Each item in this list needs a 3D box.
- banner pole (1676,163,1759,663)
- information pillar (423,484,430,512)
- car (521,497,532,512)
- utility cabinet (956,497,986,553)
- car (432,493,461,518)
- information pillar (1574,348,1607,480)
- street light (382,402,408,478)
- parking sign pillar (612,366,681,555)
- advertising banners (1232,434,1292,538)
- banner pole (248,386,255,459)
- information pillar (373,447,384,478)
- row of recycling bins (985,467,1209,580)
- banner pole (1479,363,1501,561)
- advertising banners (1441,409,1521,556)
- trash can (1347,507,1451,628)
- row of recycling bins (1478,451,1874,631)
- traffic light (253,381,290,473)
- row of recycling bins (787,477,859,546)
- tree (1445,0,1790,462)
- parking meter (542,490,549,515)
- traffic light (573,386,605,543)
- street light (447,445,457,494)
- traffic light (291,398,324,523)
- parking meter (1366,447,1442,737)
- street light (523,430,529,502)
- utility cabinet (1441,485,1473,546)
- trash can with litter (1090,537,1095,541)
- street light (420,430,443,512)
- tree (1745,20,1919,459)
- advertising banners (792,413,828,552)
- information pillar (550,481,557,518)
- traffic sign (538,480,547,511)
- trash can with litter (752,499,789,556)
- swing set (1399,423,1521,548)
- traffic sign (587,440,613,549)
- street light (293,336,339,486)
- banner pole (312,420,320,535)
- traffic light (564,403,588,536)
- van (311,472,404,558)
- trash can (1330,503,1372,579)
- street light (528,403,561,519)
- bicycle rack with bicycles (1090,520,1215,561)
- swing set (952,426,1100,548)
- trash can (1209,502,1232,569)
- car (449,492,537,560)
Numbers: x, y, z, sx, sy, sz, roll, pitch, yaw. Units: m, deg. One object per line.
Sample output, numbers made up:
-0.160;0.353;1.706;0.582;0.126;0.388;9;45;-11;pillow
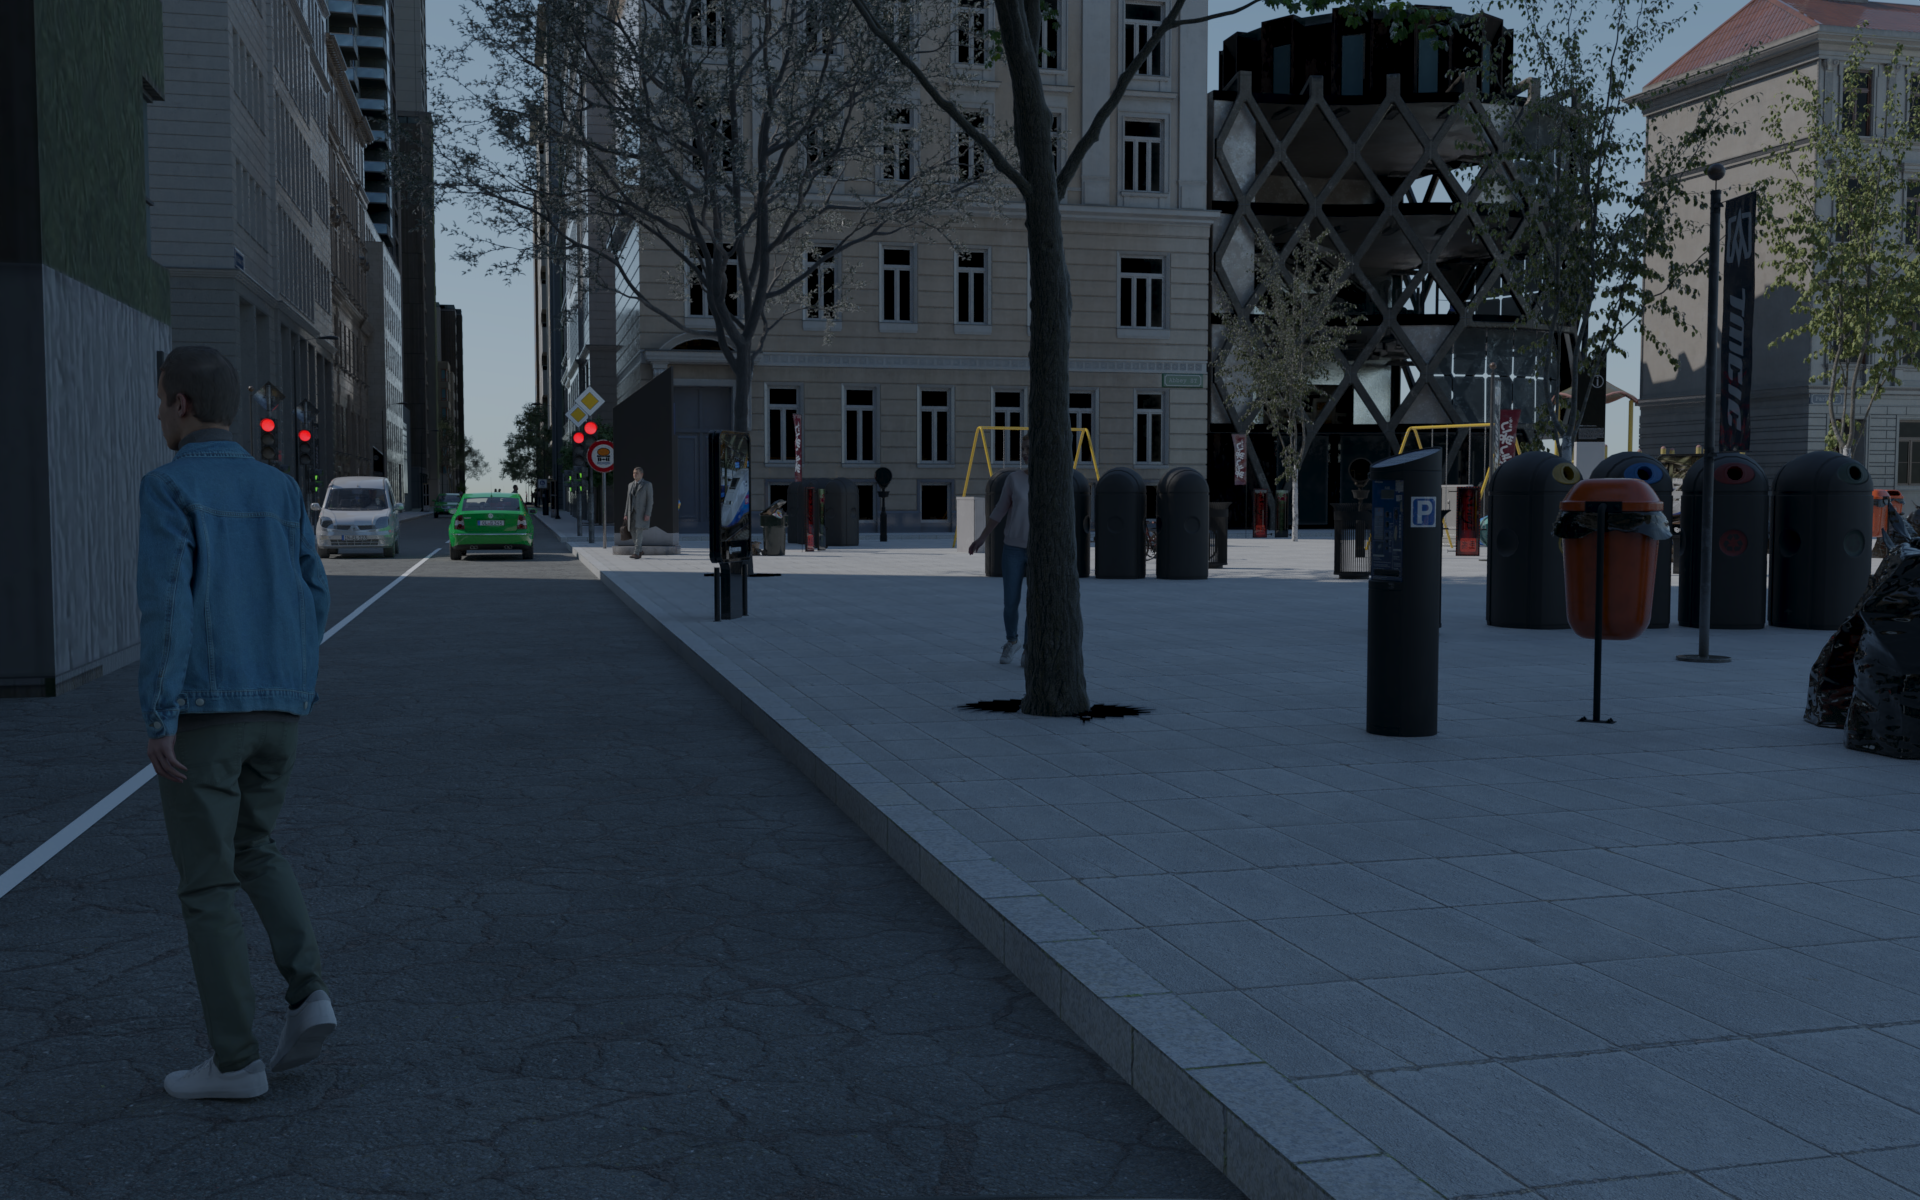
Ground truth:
5.738;-1.406;12.998;0.401;3.779;0.863;0;4;-2;banner pole
-38.058;-7.280;123.517;0.304;2.012;0.304;2;4;34;information pillar
-19.265;-3.936;73.389;2.155;1.783;4.494;-1;4;-13;car
0.251;-1.644;38.040;0.306;1.237;1.020;-1;4;-22;utility cabinet
-30.917;-5.871;104.782;1.959;1.807;4.718;-1;4;-16;car
10.033;-2.215;27.572;0.504;3.616;0.183;0;4;-5;information pillar
-28.597;-7.038;87.605;1.470;5.913;1.316;-1;4;-15;street light
-6.668;-2.953;36.752;1.447;3.967;1.447;1;4;8;parking sign pillar
8.808;-3.330;50.633;2.074;3.025;0.090;-2;4;-24;advertising banners
-16.536;-3.087;40.494;0.401;3.779;0.863;-2;4;-25;banner pole
-28.474;-5.715;84.787;0.504;3.616;0.183;-1;4;-10;information pillar
2.073;-1.191;26.582;3.534;1.692;1.069;1;4;17;row of recycling bins
10.262;-2.645;33.258;0.401;3.779;0.863;2;4;31;banner pole
10.474;-2.420;35.752;2.074;3.025;0.090;1;4;14;advertising banners
4.123;-0.262;15.939;0.748;1.137;0.748;0;3;0;trash can
6.900;-0.588;16.734;3.534;1.692;1.069;0;4;2;row of recycling bins
-17.132;-3.312;43.070;0.839;4.253;0.868;-1;4;-15;traffic light
-3.530;-2.254;43.958;1.069;1.692;3.534;-2;4;-25;row of recycling bins
8.053;-4.400;22.311;4.360;8.622;3.978;0;3;0;tree
-24.959;-5.866;104.323;0.372;1.533;0.369;0;3;0;parking meter
-9.623;-3.432;45.029;0.839;4.253;0.868;-1;4;-15;traffic light
-47.944;-11.604;162.264;1.470;5.913;1.316;-1;4;-15;street light
-19.139;-3.785;50.800;0.839;4.253;0.868;-1;4;-15;traffic light
2.375;-0.052;9.267;0.372;1.533;0.369;0;3;0;parking meter
-30.587;-9.334;125.159;1.470;5.913;1.316;-1;4;-15;street light
11.948;-2.060;42.360;0.318;1.500;1.173;-3;4;-37;utility cabinet
3.193;-2.131;45.899;2.233;1.210;1.678;-3;5;-41;trash can with litter
-38.358;-9.340;125.250;1.470;5.913;1.316;-1;4;-15;street light
14.612;-4.746;27.953;4.737;8.622;4.395;0;3;0;tree
-3.340;-2.591;38.551;0.090;3.025;2.074;1;4;16;advertising banners
-22.083;-5.488;94.227;0.304;2.012;0.304;1;4;9;information pillar
-28.877;-7.200;119.841;0.606;2.300;0.079;0;4;-7;traffic sign
-4.103;-1.507;36.027;1.055;1.170;0.624;1;4;16;trash can with litter
11.168;-2.543;39.203;2.862;2.851;3.119;-2;4;-31;swing set
-8.355;-2.481;40.673;0.768;2.556;0.104;0;4;-6;traffic sign
-18.885;-4.785;50.769;1.470;5.913;1.316;-1;4;-15;street light
-20.075;-3.913;53.997;0.401;3.779;0.863;-2;4;-35;banner pole
-11.630;-3.904;52.759;0.839;4.253;0.868;-1;4;-15;traffic light
-13.925;-2.027;40.149;2.013;2.044;4.112;-1;4;-16;van
5.971;-0.891;26.214;0.748;1.137;0.748;0;3;0;trash can
-21.112;-7.084;88.368;1.470;5.913;1.316;-1;4;-15;street light
3.802;-1.241;33.680;2.925;0.926;2.852;-2;4;-28;bicycle rack with bicycles
1.831;-2.640;40.788;3.119;2.851;2.862;-2;4;-26;swing set
4.319;-1.117;29.913;0.748;1.137;0.748;0;3;0;trash can
-10.567;-1.857;39.165;1.959;1.807;4.718;-1;4;-14;car
